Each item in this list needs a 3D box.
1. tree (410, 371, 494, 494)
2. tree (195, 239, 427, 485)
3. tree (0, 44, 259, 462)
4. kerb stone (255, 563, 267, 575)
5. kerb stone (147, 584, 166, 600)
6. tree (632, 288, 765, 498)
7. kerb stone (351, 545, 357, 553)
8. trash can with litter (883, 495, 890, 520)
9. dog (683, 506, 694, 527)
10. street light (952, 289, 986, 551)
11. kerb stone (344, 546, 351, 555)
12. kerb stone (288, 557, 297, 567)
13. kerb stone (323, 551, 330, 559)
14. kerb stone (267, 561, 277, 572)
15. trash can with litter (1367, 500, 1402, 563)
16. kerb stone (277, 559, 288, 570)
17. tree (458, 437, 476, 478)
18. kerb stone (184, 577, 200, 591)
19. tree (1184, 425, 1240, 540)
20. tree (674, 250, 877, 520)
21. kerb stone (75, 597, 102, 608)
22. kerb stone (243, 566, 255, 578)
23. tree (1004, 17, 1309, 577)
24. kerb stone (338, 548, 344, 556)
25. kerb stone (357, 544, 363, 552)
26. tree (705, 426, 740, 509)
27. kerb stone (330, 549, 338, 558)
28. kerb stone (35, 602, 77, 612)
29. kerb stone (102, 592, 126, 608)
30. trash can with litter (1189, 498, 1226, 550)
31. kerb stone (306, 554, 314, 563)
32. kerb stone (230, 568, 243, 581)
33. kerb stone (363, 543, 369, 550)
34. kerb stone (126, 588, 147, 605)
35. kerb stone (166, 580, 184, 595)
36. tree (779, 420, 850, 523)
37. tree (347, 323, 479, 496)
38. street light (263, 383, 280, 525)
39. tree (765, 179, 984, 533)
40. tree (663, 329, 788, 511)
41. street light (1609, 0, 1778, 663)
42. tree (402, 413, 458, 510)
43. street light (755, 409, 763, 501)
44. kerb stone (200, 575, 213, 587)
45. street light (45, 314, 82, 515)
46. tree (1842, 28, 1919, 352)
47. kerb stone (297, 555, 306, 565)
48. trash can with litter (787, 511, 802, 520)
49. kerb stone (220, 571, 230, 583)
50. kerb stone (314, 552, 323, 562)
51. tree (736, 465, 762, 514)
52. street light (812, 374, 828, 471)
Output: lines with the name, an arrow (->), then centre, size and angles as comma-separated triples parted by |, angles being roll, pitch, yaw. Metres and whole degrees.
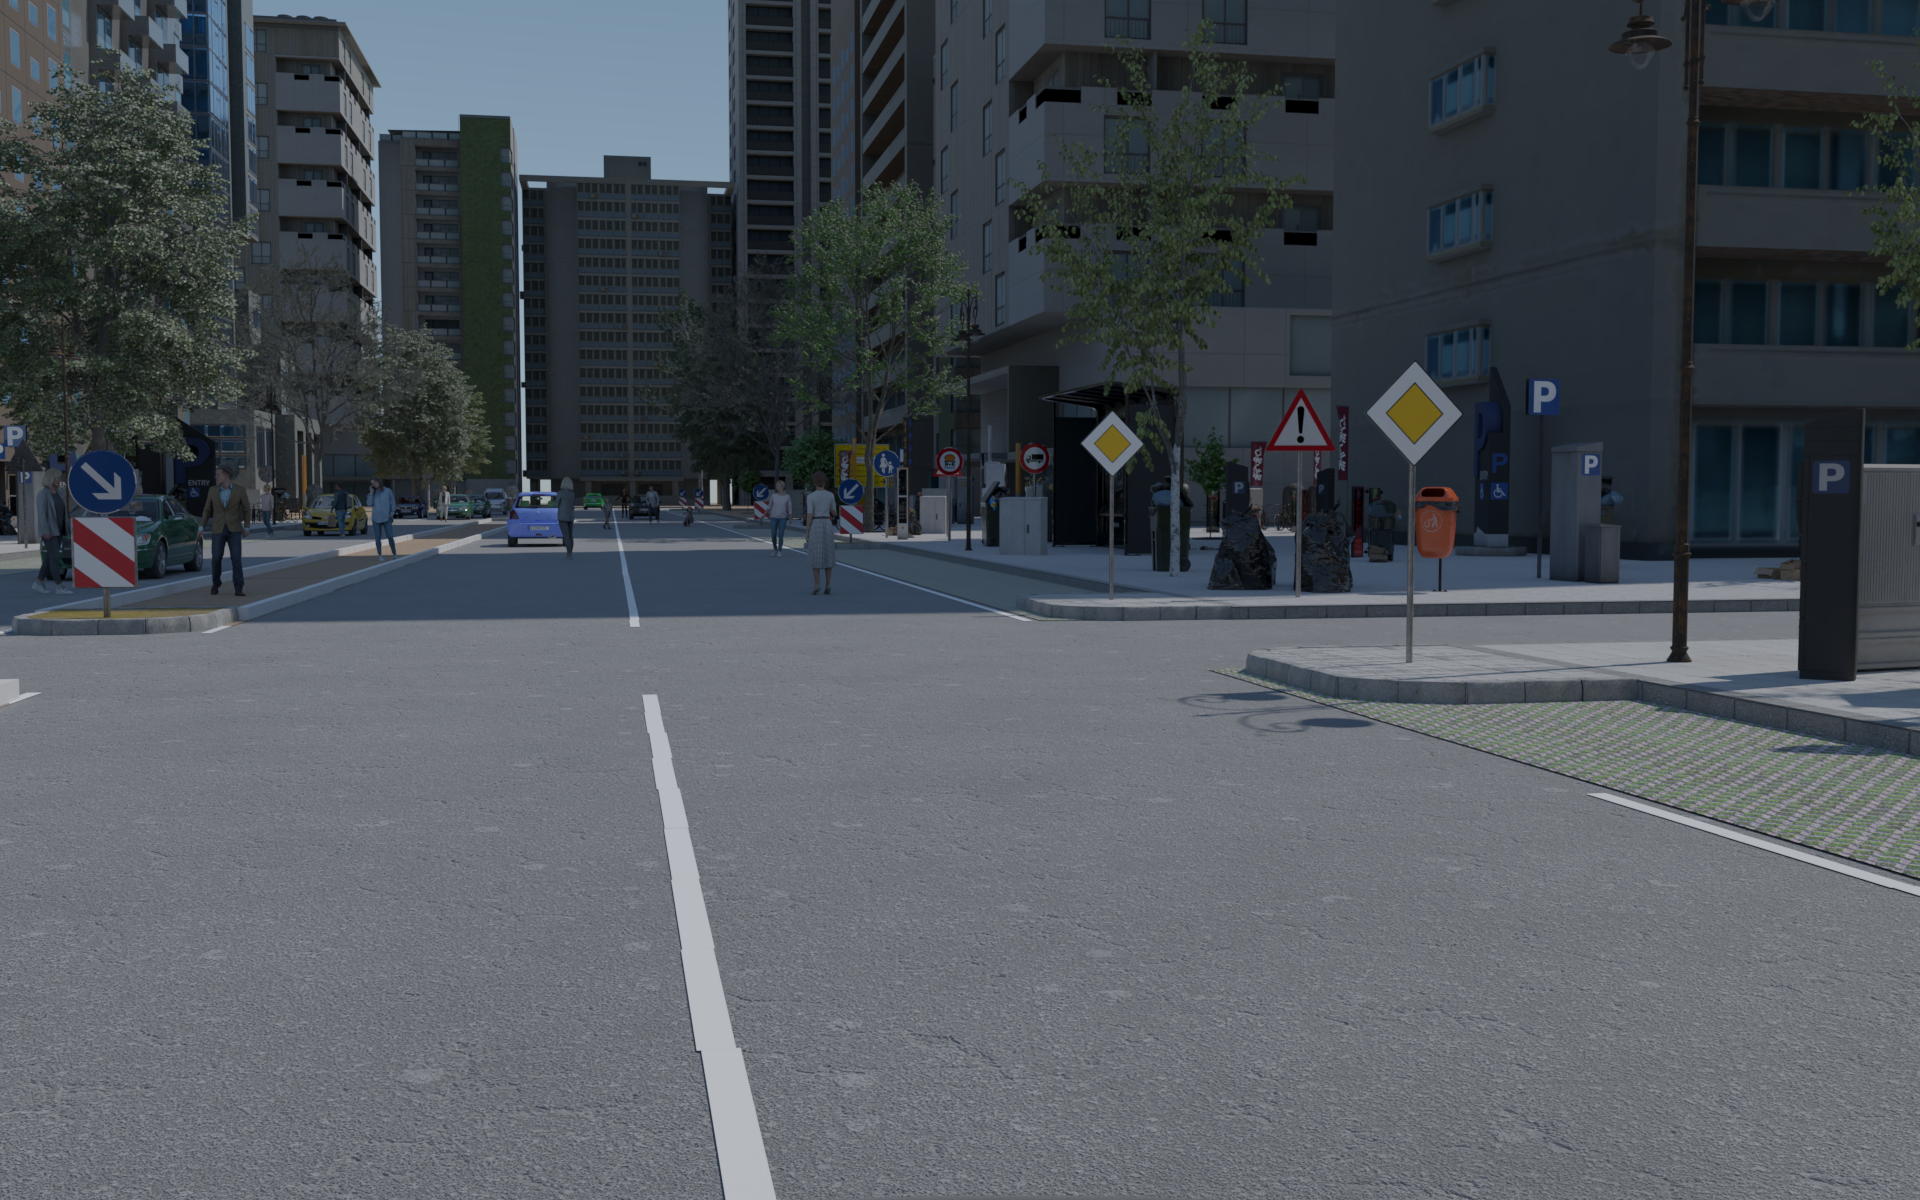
tree -> -46.502, -14.683, 158.198 | 7.486, 12.596, 7.792 | 0, 3, 0
tree -> -31.048, -10.579, 83.331 | 12.009, 13.543, 11.850 | 0, 3, 0
tree -> -25.403, -8.816, 50.797 | 9.857, 13.997, 8.962 | 0, 3, 0
kerb stone -> -12.495, -0.521, 30.707 | 0.120, 0.150, 1.000 | -1, 4, -11
kerb stone -> -11.073, -0.090, 23.662 | 0.120, 0.150, 1.000 | -1, 4, -11
tree -> -23.455, -18.472, 157.902 | 12.611, 20.169, 13.585 | 0, 3, 0
kerb stone -> -14.735, -1.193, 41.767 | 0.120, 0.150, 1.000 | -1, 4, -11
trash can with litter -> -3.876, -4.680, 87.581 | 2.233, 1.210, 1.678 | 1, 4, 17
dog -> -11.971, -3.648, 76.486 | 0.513, 0.831, 0.800 | 0, 4, 7
street light -> 0.195, -4.060, 39.172 | 0.468, 5.910, 1.993 | -1, 4, -11
kerb stone -> -14.532, -1.133, 40.751 | 0.120, 0.150, 1.000 | -1, 4, -11
kerb stone -> -13.114, -0.705, 33.720 | 0.120, 0.150, 1.000 | -1, 4, -11
kerb stone -> -13.922, -0.943, 37.736 | 0.120, 0.150, 1.000 | -1, 4, -11
kerb stone -> -12.706, -0.582, 31.712 | 0.120, 0.150, 1.000 | -1, 4, -11
trash can with litter -> 8.020, -1.307, 32.762 | 0.624, 1.170, 1.055 | 1, 4, 16
kerb stone -> -12.905, -0.643, 32.717 | 0.120, 0.150, 1.000 | -1, 4, -11
tree -> -48.304, -13.166, 165.631 | 4.360, 8.622, 3.978 | 0, 3, 0
kerb stone -> -11.488, -0.212, 25.672 | 0.120, 0.150, 1.000 | -1, 4, -11
tree -> 7.177, -3.313, 48.767 | 1.663, 3.219, 1.824 | 0, 3, 0
tree -> -9.262, -10.812, 87.149 | 12.009, 13.543, 11.850 | 0, 3, 0
kerb stone -> -10.466, 0.095, 20.646 | 0.120, 0.150, 1.000 | -1, 4, -11
kerb stone -> -12.294, -0.458, 29.691 | 0.120, 0.150, 1.000 | -1, 4, -11
tree -> 3.101, -4.667, 26.667 | 4.737, 8.622, 4.395 | 0, 3, 0
kerb stone -> -14.329, -1.073, 39.743 | 0.120, 0.150, 1.000 | -1, 4, -11
kerb stone -> -14.935, -1.259, 42.773 | 0.120, 0.150, 1.000 | -1, 4, -11
tree -> -19.755, -11.838, 143.914 | 4.737, 8.622, 4.395 | 0, 3, 0
kerb stone -> -14.118, -1.007, 38.740 | 0.120, 0.150, 1.000 | -1, 4, -11
kerb stone -> -10.264, 0.159, 19.642 | 0.120, 0.150, 1.000 | -1, 4, -11
kerb stone -> -10.666, 0.033, 21.649 | 0.120, 0.150, 1.000 | -1, 4, -11
trash can with litter -> 5.887, -1.758, 39.804 | 2.233, 1.210, 1.678 | 0, 4, -2
kerb stone -> -13.520, -0.828, 35.731 | 0.120, 0.150, 1.000 | -1, 4, -11
kerb stone -> -12.088, -0.396, 28.690 | 0.120, 0.150, 1.000 | -1, 4, -11
kerb stone -> -15.143, -1.320, 43.774 | 0.120, 0.150, 1.000 | -1, 4, -11
kerb stone -> -10.869, -0.028, 22.651 | 0.120, 0.150, 1.000 | -1, 4, -11
kerb stone -> -11.279, -0.151, 24.668 | 0.120, 0.150, 1.000 | -1, 4, -11
tree -> -6.297, -5.704, 76.969 | 4.285, 4.588, 4.351 | 0, 3, 0
tree -> -40.261, -13.508, 127.516 | 9.857, 13.997, 8.962 | 0, 3, 0
street light -> -28.672, -6.083, 72.245 | 0.468, 5.910, 1.993 | -1, 4, -11
tree -> -2.930, -8.042, 57.236 | 9.928, 11.665, 9.643 | 0, 3, 0
tree -> -17.879, -13.863, 133.313 | 9.857, 13.997, 8.962 | 0, 3, 0
street light -> 5.504, -2.464, 13.078 | 0.468, 5.910, 1.993 | -1, 4, -11
tree -> -42.388, -11.426, 137.177 | 4.360, 8.622, 3.978 | 0, 3, 0
street light -> -10.980, -7.452, 94.620 | 0.468, 5.910, 1.993 | -1, 4, -11
kerb stone -> -11.695, -0.274, 26.673 | 0.120, 0.150, 1.000 | -1, 4, -11
street light -> -23.097, -4.401, 44.739 | 0.468, 5.910, 1.993 | -1, 4, -11
tree -> 15.977, -4.699, 27.195 | 4.737, 8.622, 4.395 | 0, 3, 0
kerb stone -> -13.312, -0.767, 34.730 | 0.120, 0.150, 1.000 | -1, 4, -11
trash can with litter -> -8.205, -4.538, 85.258 | 2.233, 1.210, 1.678 | -1, 4, -10
kerb stone -> -11.889, -0.329, 27.680 | 0.120, 0.150, 1.000 | -1, 4, -11
kerb stone -> -13.718, -0.889, 36.734 | 0.120, 0.150, 1.000 | -1, 4, -11
tree -> -13.839, -7.312, 114.152 | 1.663, 3.219, 1.824 | 0, 3, 0
street light -> -5.424, -5.769, 67.110 | 0.468, 5.910, 1.993 | -1, 4, -11
